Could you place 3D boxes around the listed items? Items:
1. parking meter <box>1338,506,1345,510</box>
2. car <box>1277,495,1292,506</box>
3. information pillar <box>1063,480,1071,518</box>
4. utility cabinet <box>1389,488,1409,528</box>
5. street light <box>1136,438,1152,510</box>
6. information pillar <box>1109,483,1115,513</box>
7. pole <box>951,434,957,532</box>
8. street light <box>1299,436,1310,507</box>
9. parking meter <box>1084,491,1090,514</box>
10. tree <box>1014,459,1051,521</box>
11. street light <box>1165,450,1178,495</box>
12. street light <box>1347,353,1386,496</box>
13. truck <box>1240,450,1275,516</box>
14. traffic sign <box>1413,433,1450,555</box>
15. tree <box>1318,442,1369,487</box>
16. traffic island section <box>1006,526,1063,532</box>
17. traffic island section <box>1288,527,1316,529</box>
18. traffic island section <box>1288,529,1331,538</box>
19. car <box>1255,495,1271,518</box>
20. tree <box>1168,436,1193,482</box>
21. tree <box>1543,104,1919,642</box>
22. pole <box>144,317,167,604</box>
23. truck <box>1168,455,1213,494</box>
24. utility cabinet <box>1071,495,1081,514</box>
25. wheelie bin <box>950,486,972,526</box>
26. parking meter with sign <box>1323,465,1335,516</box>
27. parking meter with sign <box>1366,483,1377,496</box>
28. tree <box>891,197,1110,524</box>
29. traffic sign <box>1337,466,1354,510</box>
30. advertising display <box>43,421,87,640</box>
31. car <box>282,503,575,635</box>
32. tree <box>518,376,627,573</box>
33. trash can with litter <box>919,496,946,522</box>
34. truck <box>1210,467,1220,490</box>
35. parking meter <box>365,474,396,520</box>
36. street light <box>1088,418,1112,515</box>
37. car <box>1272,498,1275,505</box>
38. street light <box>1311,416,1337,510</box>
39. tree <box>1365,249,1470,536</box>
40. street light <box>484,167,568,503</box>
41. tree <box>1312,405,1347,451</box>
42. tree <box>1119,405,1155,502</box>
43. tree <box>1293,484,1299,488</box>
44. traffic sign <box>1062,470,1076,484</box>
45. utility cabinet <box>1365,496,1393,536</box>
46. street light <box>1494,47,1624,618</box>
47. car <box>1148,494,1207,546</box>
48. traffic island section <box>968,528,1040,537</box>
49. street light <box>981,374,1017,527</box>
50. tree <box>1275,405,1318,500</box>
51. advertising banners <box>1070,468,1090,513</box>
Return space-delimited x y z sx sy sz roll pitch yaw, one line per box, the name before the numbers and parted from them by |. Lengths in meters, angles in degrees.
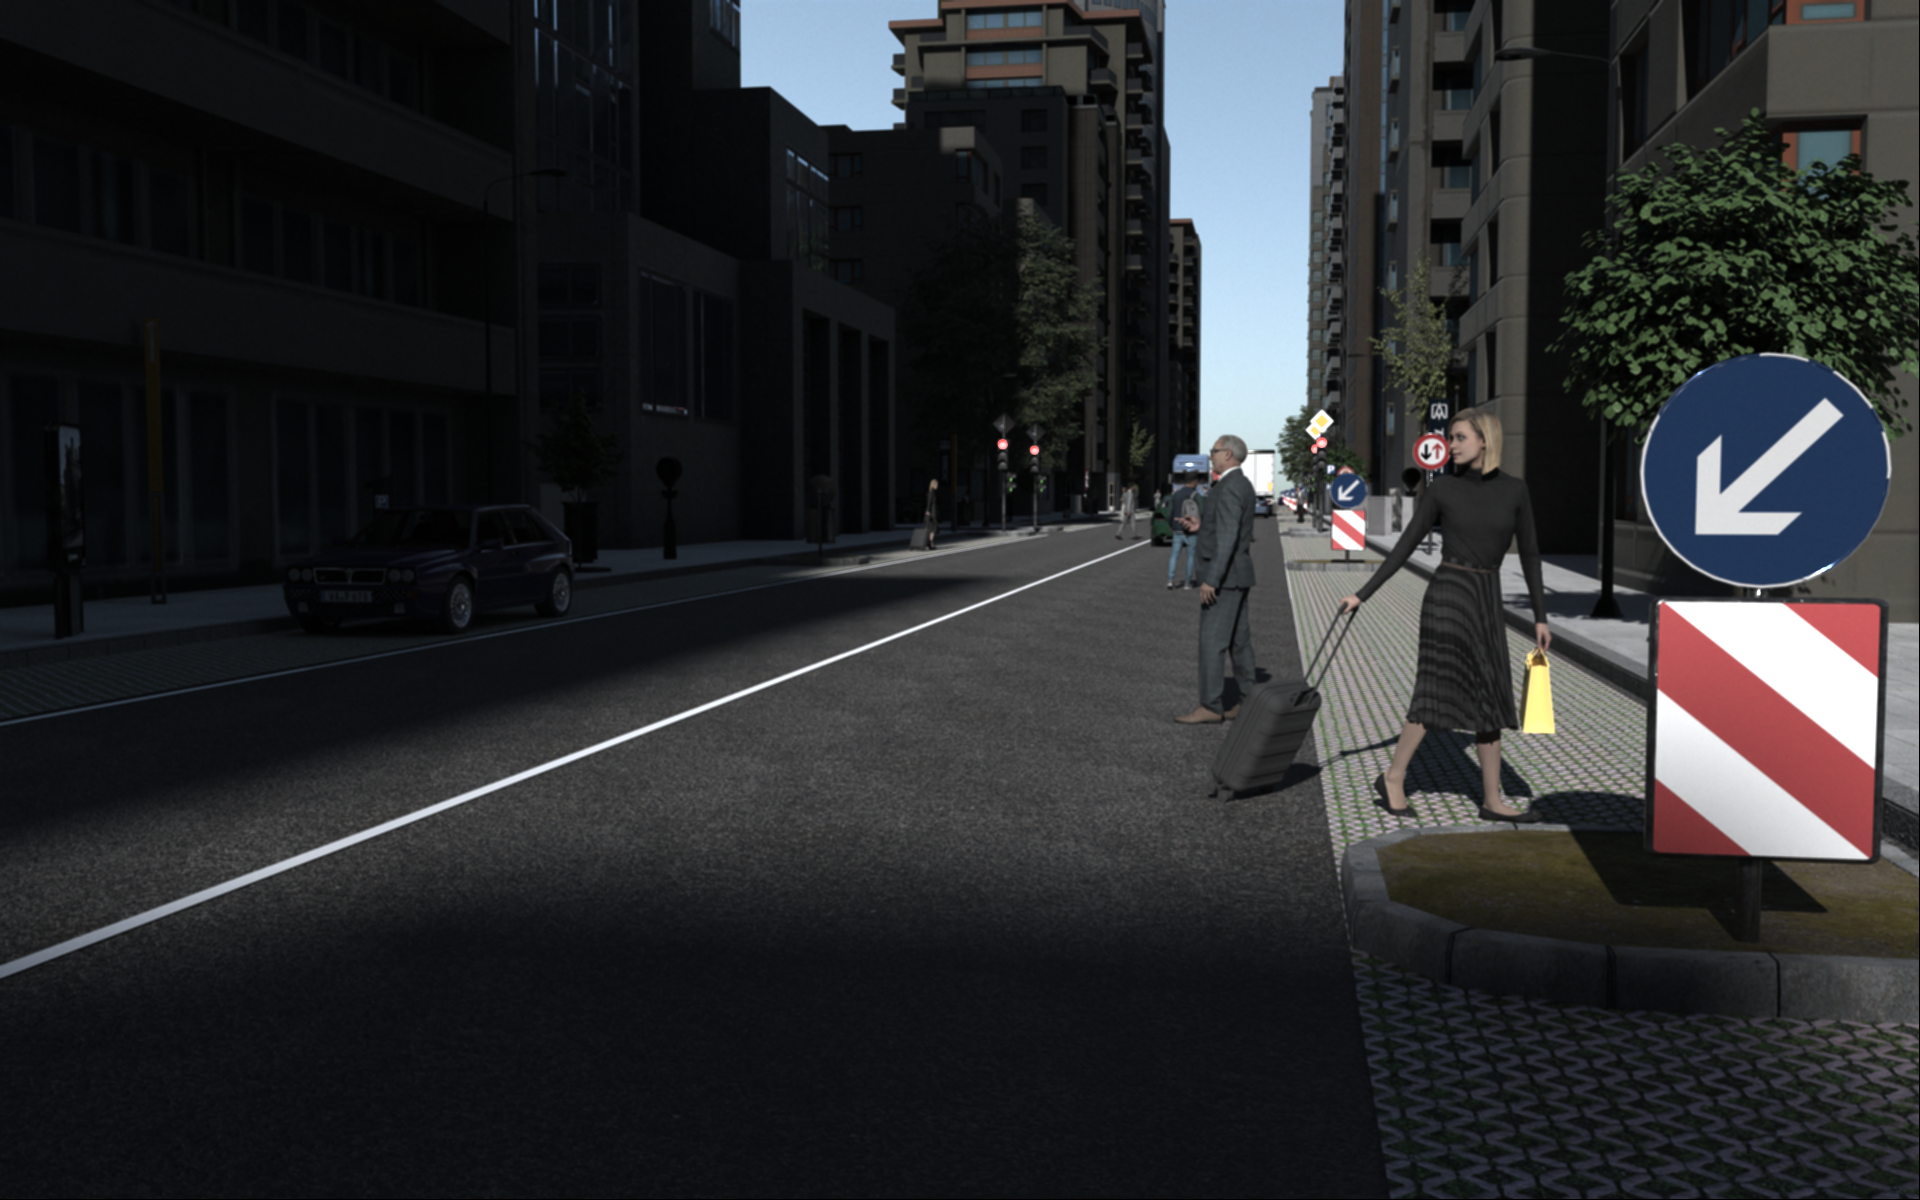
parking meter | 22.586 -5.929 102.643 0.399 1.863 0.255 3 5 45
car | 36.481 -11.086 193.837 1.945 1.354 3.894 1 4 10
information pillar | 5.670 -5.356 92.055 0.304 2.012 0.304 -2 4 -32
utility cabinet | 16.435 -3.440 64.921 0.318 1.500 1.173 3 4 38
street light | 15.308 -10.464 143.633 1.470 5.913 1.316 1 4 10
information pillar | 10.346 -6.923 117.685 0.304 2.012 0.304 2 4 29
pole | -0.208 -3.974 58.813 0.158 3.312 0.155 0 3 0
street light | 28.175 -10.183 139.028 1.470 5.913 1.316 1 4 10
parking meter | 8.270 -6.397 113.002 0.372 1.533 0.369 0 3 0
tree | 3.213 -5.340 81.918 1.663 3.219 1.824 0 3 0
street light | 22.170 -12.804 181.882 1.470 5.913 1.316 1 4 10
street light | 13.459 -5.177 57.191 1.470 5.913 1.316 1 4 10
truck | 19.590 -7.751 115.642 2.839 4.237 11.283 1 4 9
traffic sign | 9.881 -2.216 36.337 0.768 2.556 0.104 1 4 12
tree | 23.531 -7.556 107.257 4.285 4.588 4.351 0 3 0
traffic island section | 2.906 -2.756 67.339 2.009 0.180 2.903 1 4 10
traffic island section | 13.426 -2.640 65.437 2.009 0.180 2.903 1 4 10
traffic island section | 12.004 -2.159 57.579 2.009 0.180 2.903 1 4 10
car | 17.653 -5.631 104.064 2.014 1.417 4.499 1 4 9
tree | 27.728 -16.359 217.839 4.360 8.622 3.978 0 3 0
tree | 6.656 -1.892 14.642 4.285 4.588 4.351 0 3 0
pole | -9.349 -1.607 20.118 0.158 3.312 0.155 0 3 0
truck | 16.682 -8.184 123.563 2.967 4.110 18.799 1 4 9
utility cabinet | 7.640 -6.308 114.299 0.306 1.237 1.020 2 4 31
wheelie bin | 0.049 -3.738 69.020 0.980 1.594 0.693 3 4 38
parking meter with sign | 22.153 -6.601 104.194 0.543 3.016 1.738 0 4 3
parking meter with sign | 27.553 -7.316 115.880 1.738 3.016 0.543 0 4 0
tree | 1.608 -10.317 75.334 9.857 13.997 8.962 0 3 0
traffic sign | 17.610 -4.831 79.092 0.768 2.556 0.104 1 4 12
advertising display | -8.074 -0.638 15.650 0.123 1.923 0.974 -1 4 -15
car | -5.676 -0.387 18.907 1.945 1.354 3.894 1 4 11
tree | -6.225 -2.075 28.521 1.663 3.219 1.824 0 3 0
trash can with litter | -1.463 -4.293 81.255 1.678 1.210 2.233 3 4 37
truck | 27.914 -11.954 184.356 2.839 4.237 11.283 1 4 10
parking meter | -7.376 -0.835 22.066 0.372 1.533 0.369 0 3 0
street light | 8.573 -8.164 106.020 1.470 5.913 1.316 1 4 10
car | 26.893 -8.870 154.057 2.155 1.783 4.494 1 4 11
street light | 21.327 -7.843 100.777 1.470 5.913 1.316 1 4 10
tree | 14.613 -6.272 52.905 4.737 8.622 4.395 0 3 0
street light | -6.266 -3.201 24.873 1.470 5.913 1.316 1 4 10
tree | 31.260 -11.883 144.655 4.360 8.622 3.978 0 3 0
tree | 13.239 -11.531 138.898 4.737 8.622 4.395 0 3 0
tree | 56.397 -18.053 289.772 1.663 3.219 1.824 0 3 0
traffic sign | 5.802 -5.665 92.733 0.768 2.556 0.104 1 4 20
utility cabinet | 12.959 -2.585 53.427 0.306 1.237 1.020 -1 4 -17
street light | 6.248 -2.785 18.080 1.470 5.913 1.316 1 4 10
car | 6.330 -2.253 48.640 2.131 1.459 4.920 1 4 9
traffic island section | 1.484 -2.275 59.481 2.009 0.180 2.903 1 4 10
street light | 1.530 -5.798 67.342 1.470 5.913 1.316 1 4 10
tree | 43.912 -18.480 220.280 7.486 12.596 7.792 0 3 0
advertising banners | 8.094 -7.389 116.991 0.090 3.025 2.074 3 5 44
